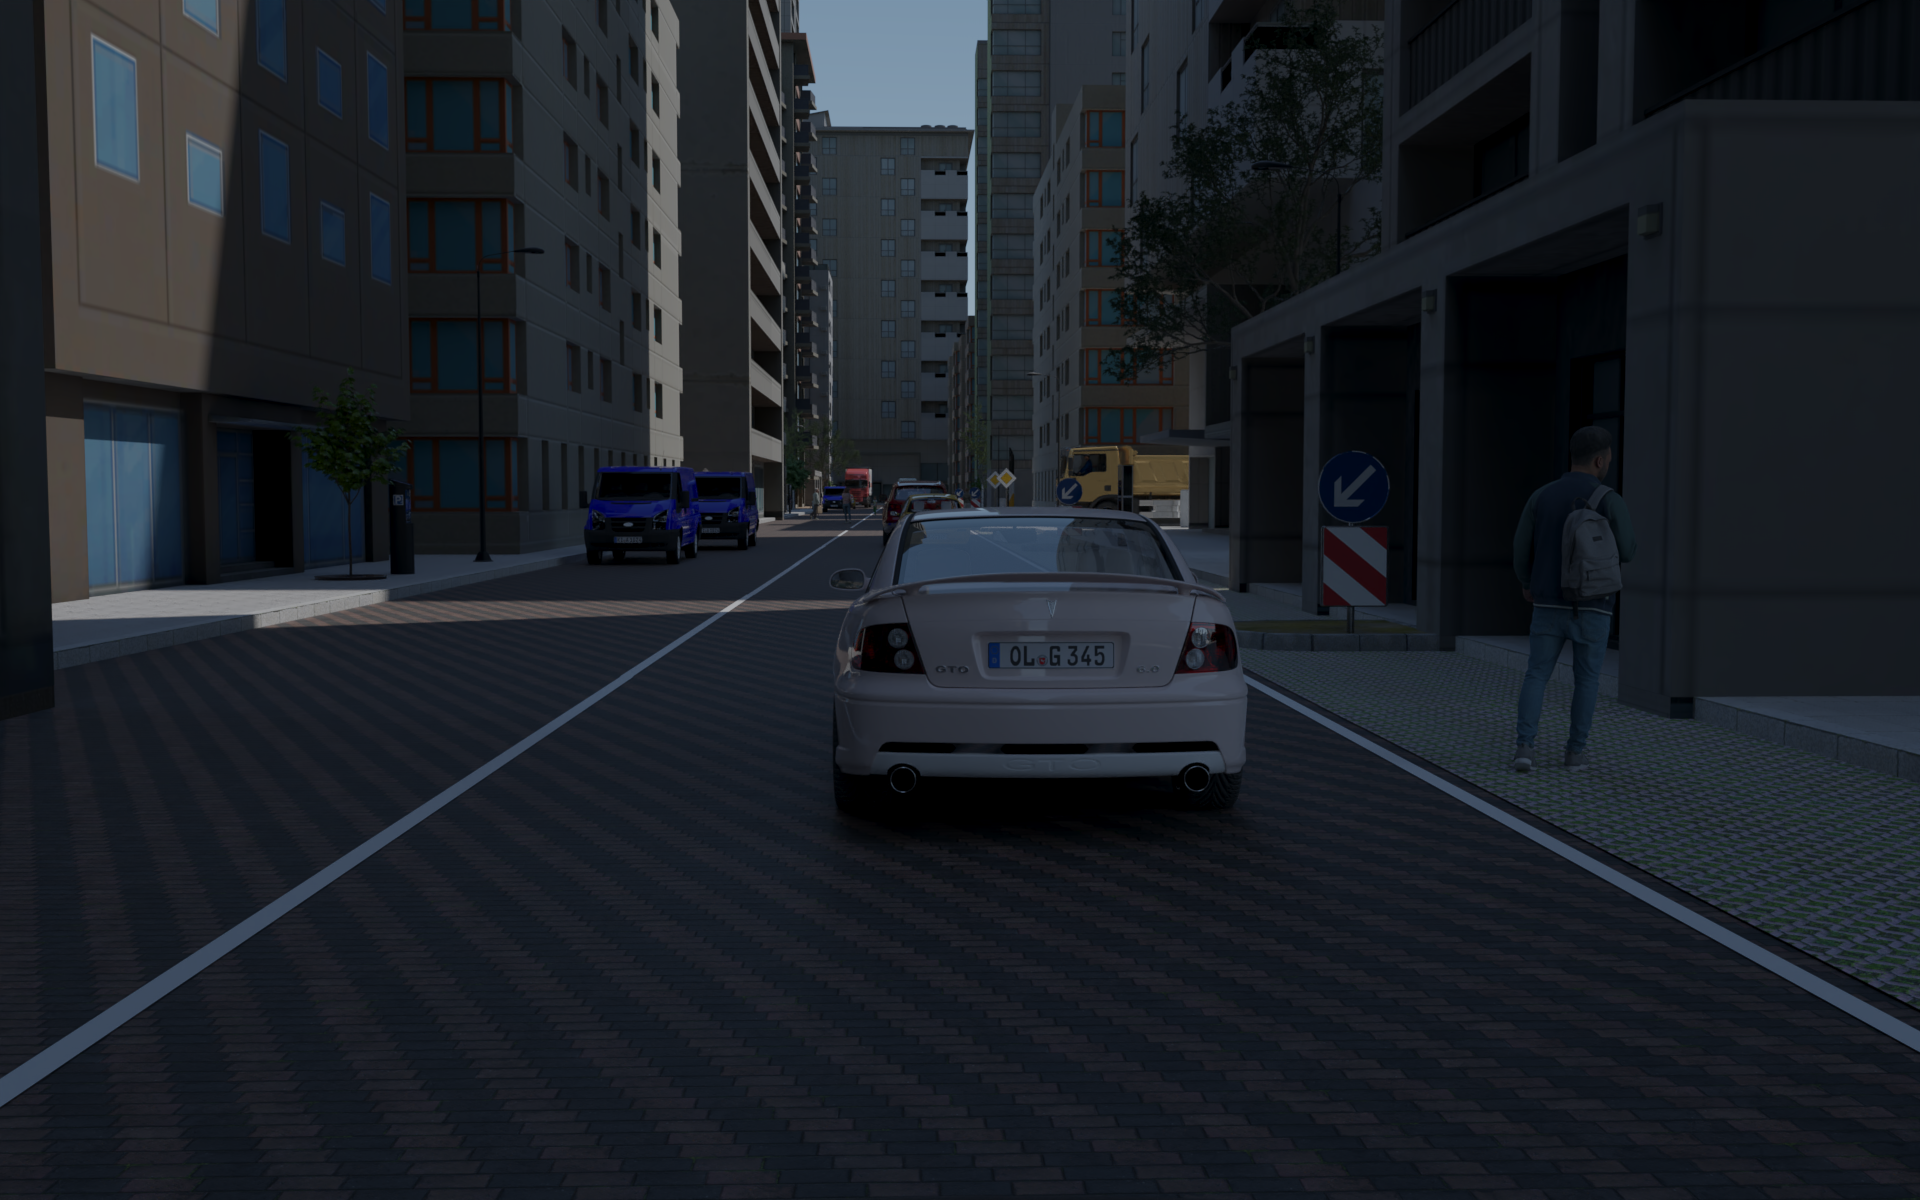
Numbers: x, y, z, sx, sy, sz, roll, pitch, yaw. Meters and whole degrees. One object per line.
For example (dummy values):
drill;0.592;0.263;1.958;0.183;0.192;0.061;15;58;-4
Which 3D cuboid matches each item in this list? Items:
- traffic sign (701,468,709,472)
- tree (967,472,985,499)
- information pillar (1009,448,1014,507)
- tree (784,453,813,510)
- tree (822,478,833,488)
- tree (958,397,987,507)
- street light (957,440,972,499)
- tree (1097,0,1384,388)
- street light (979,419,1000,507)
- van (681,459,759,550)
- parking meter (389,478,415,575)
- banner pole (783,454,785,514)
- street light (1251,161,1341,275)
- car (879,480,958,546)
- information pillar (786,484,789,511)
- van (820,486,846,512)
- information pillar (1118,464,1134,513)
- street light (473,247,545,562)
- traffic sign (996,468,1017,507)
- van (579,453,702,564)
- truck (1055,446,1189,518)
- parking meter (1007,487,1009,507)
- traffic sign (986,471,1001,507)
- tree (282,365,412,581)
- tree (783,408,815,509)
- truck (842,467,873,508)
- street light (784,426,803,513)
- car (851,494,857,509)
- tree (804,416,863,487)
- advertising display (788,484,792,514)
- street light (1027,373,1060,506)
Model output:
traffic sign;-9.709;-3.819;66.088;0.795;2.450;0.064;0;4;-2
tree;1.658;-9.653;152.422;1.663;3.219;1.824;0;3;0
information pillar;2.583;-5.846;86.929;0.183;3.616;0.504;-1;4;-21
tree;-13.567;-9.537;139.639;4.285;4.588;4.351;0;3;0
tree;-15.630;-13.051;207.979;1.663;3.219;1.824;0;3;0
tree;1.956;-11.163;132.883;4.737;8.622;4.395;0;3;0
street light;0.408;-10.805;149.205;1.470;5.913;1.316;0;4;-2
tree;5.885;-5.954;31.762;7.601;10.594;8.767;3;5;44
street light;1.861;-8.241;107.279;1.470;5.913;1.316;0;4;-2
van;-6.461;-2.549;46.056;2.240;2.365;5.245;0;4;-3
parking meter;-8.940;-1.182;27.735;0.372;1.533;0.369;0;3;0
banner pole;-11.071;-7.253;108.600;0.401;3.779;0.863;0;4;3
street light;4.757;-3.168;24.331;1.470;5.913;1.316;0;4;-2
car;-1.177;-2.491;49.398;2.281;1.827;5.304;0;4;-2
information pillar;-12.849;-7.596;128.684;0.304;2.012;0.304;-3;5;-45
van;-9.844;-8.098;136.793;2.240;2.365;5.245;0;4;-2
information pillar;4.066;-2.328;42.557;0.304;2.012;0.304;-1;4;-15
street light;-8.510;-3.680;32.709;1.470;5.913;1.316;0;4;-2
traffic sign;1.779;-3.841;66.450;0.795;2.450;0.064;0;4;-2
van;-6.750;-2.001;37.102;2.240;2.365;5.245;0;4;-3
truck;7.958;-4.574;70.711;9.791;3.379;3.469;0;4;-3
parking meter;2.754;-5.612;97.470;0.255;1.863;0.399;2;4;26
traffic sign;1.513;-4.330;74.431;0.795;2.450;0.064;0;4;-2
tree;-9.053;-1.923;26.040;1.663;3.219;1.824;0;3;0
tree;-14.279;-11.961;145.927;4.737;8.622;4.395;0;3;0
truck;-10.540;-11.688;180.005;2.839;4.237;11.283;0;4;-1
street light;-11.327;-8.870;117.573;1.470;5.913;1.316;0;4;-2
car;-10.830;-9.478;165.186;2.015;1.641;3.980;0;4;-2
tree;-15.429;-16.410;202.716;8.767;10.594;7.601;0;4;3
advertising display;-11.168;-6.633;113.656;0.123;1.923;0.974;0;4;1
street light;3.253;-5.740;66.383;1.470;5.913;1.316;0;4;-2
